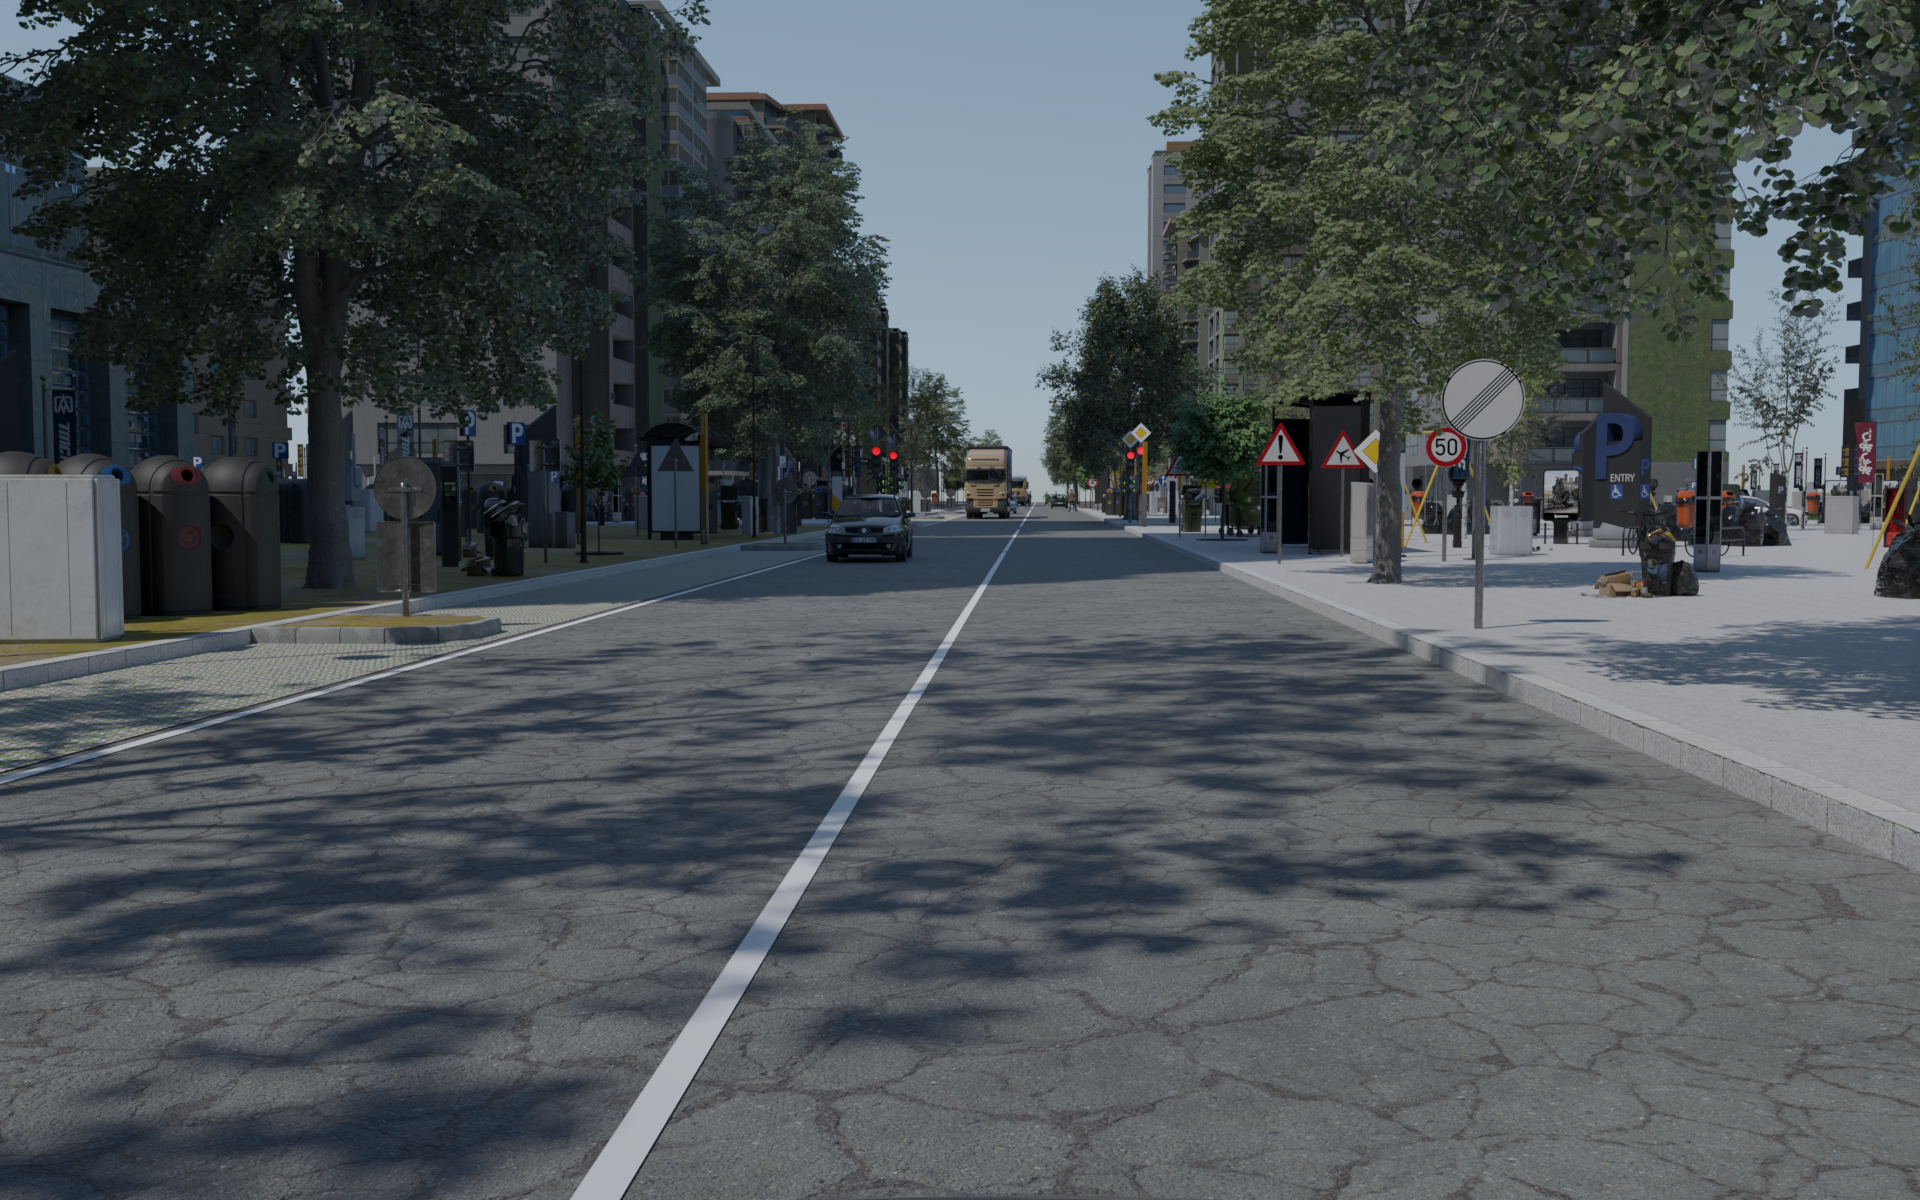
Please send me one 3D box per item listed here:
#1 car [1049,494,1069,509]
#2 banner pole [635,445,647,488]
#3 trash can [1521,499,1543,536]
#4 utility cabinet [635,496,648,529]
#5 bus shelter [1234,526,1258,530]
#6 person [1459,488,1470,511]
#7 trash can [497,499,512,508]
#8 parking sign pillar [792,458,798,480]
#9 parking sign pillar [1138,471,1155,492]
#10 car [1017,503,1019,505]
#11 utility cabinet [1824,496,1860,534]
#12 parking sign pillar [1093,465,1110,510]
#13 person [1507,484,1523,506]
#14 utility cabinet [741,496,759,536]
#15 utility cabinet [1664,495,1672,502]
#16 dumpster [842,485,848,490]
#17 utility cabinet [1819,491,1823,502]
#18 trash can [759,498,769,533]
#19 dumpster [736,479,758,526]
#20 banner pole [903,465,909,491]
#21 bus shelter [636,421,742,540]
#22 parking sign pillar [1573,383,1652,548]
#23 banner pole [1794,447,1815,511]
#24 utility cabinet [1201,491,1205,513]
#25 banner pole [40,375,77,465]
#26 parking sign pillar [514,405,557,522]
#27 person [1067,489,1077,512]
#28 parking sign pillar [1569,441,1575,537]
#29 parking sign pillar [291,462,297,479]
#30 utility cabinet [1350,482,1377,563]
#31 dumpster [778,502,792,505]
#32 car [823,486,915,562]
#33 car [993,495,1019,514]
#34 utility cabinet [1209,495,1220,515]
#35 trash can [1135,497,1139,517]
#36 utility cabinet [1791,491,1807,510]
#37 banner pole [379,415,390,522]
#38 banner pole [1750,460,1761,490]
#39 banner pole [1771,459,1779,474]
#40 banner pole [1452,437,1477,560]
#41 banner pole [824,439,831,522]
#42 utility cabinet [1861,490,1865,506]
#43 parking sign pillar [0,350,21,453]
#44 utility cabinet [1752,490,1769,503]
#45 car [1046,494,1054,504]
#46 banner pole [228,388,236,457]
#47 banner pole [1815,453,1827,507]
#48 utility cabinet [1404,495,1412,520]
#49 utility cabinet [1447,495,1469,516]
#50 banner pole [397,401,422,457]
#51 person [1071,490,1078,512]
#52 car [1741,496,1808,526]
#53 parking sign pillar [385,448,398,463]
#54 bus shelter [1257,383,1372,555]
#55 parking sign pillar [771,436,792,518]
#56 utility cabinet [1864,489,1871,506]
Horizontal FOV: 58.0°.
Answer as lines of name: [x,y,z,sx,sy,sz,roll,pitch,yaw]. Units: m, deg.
car: [9.920,-9.977,172.916,2.009,1.686,4.222,0,4,2]
banner pole: [-16.141,-5.973,87.681,0.863,3.779,0.401,-1,4,-10]
trash can: [17.556,-2.549,53.333,0.748,1.137,0.748,0,3,0]
utility cabinet: [-11.313,-3.175,63.065,1.020,1.237,0.306,-1,4,-11]
bus shelter: [10.272,-4.016,59.581,2.014,3.302,5.546,0,4,3]
person: [20.993,-3.872,72.234,0.576,1.772,0.534,2,4,29]
trash can: [-31.096,-6.481,117.618,0.748,1.137,0.748,0,3,0]
parking sign pillar: [-9.782,-6.768,99.123,1.447,3.967,1.447,-2,4,-35]
parking sign pillar: [14.194,-8.770,131.860,1.447,3.967,1.447,-1,4,-11]
car: [6.844,-13.287,227.465,2.015,1.641,3.980,0,4,3]
utility cabinet: [28.245,-2.710,55.469,0.306,1.237,1.020,-2,4,-26]
parking sign pillar: [11.650,-9.373,141.725,1.447,3.967,1.447,3,5,42]
person: [23.024,-3.887,71.823,0.659,1.850,0.755,1,4,14]
utility cabinet: [-6.533,-2.620,53.998,0.306,1.237,1.020,1,4,8]
utility cabinet: [47.573,-6.494,117.333,0.306,1.237,1.020,-1,4,-12]
dumpster: [-7.284,-6.291,108.618,1.264,1.857,1.865,0,4,3]
utility cabinet: [71.777,-8.256,143.664,1.173,1.500,0.318,-1,4,-16]
trash can: [-6.651,-2.778,57.070,0.748,1.137,0.748,0,3,0]
dumpster: [-8.294,-3.870,69.034,1.264,1.857,1.865,0,4,3]
banner pole: [-4.585,-9.661,147.972,0.863,3.779,0.401,1,4,20]
bus shelter: [-7.838,-3.472,50.687,2.014,3.302,5.546,0,4,3]
parking sign pillar: [15.847,-3.239,41.430,1.447,3.967,1.447,-2,4,-31]
banner pole: [44.706,-6.239,92.017,0.401,3.779,0.863,-3,5,-43]
utility cabinet: [16.822,-7.083,124.484,1.173,1.500,0.318,2,4,32]
banner pole: [-19.036,-2.845,36.537,0.863,3.779,0.401,-1,4,-8]
parking sign pillar: [-12.690,-3.876,51.837,1.447,3.967,1.447,3,4,38]
person: [9.101,-8.052,140.063,0.836,1.842,0.656,2,4,32]
parking sign pillar: [19.080,-3.910,52.395,1.447,3.967,1.447,-2,4,-34]
parking sign pillar: [-56.318,-9.673,146.627,1.447,3.967,1.447,-1,4,-19]
utility cabinet: [7.563,-1.449,32.371,0.318,1.500,1.173,1,4,22]
dumpster: [-8.486,-4.750,83.428,1.264,1.857,1.865,0,4,3]
car: [-1.954,-1.723,37.960,2.009,1.686,4.222,0,4,1]
car: [3.277,-7.030,126.942,2.014,1.417,4.499,0,4,1]
utility cabinet: [15.609,-5.793,105.881,0.306,1.237,1.020,3,5,40]
trash can: [9.483,-5.037,94.016,0.748,1.137,0.748,0,3,0]
utility cabinet: [69.548,-8.250,143.563,1.173,1.500,0.318,-1,4,-12]
banner pole: [-18.130,-3.949,54.582,0.401,3.779,0.863,0,4,4]
banner pole: [58.165,-8.352,126.568,0.863,3.779,0.401,3,4,39]
banner pole: [58.348,-8.204,124.147,0.401,3.779,0.863,-2,4,-27]
banner pole: [9.936,-2.686,33.932,0.401,3.779,0.863,-2,4,-24]
banner pole: [-6.021,-5.472,79.485,0.401,3.779,0.863,0,3,0]
utility cabinet: [74.079,-8.251,143.579,0.318,1.500,1.173,-3,5,-43]
parking sign pillar: [-17.966,-2.655,31.875,1.447,3.967,1.447,1,4,17]
utility cabinet: [43.933,-5.267,94.787,1.173,1.500,0.318,-1,4,-11]
car: [13.519,-14.797,253.730,2.131,1.459,4.920,0,4,2]
banner pole: [-14.582,-2.735,34.730,0.401,3.779,0.863,-2,4,-31]
banner pole: [52.515,-7.075,105.686,0.863,3.779,0.401,1,4,22]
utility cabinet: [21.973,-4.571,85.904,1.020,1.237,0.306,-2,4,-29]
utility cabinet: [23.861,-4.394,82.998,1.020,1.237,0.306,1,4,16]
banner pole: [-14.495,-3.413,45.814,0.863,3.779,0.401,-3,5,-41]
person: [9.349,-8.106,141.615,0.643,1.750,0.593,0,4,-1]
car: [32.475,-3.626,71.647,4.827,1.381,2.083,0,4,4]
parking sign pillar: [-28.065,-5.989,86.389,1.447,3.967,1.447,0,4,1]
bus shelter: [8.062,-2.967,39.786,1.731,3.624,6.357,0,4,3]
parking sign pillar: [-7.410,-4.805,67.027,1.447,3.967,1.447,0,4,1]
utility cabinet: [58.549,-6.227,110.493,1.173,1.500,0.318,1,4,20]
